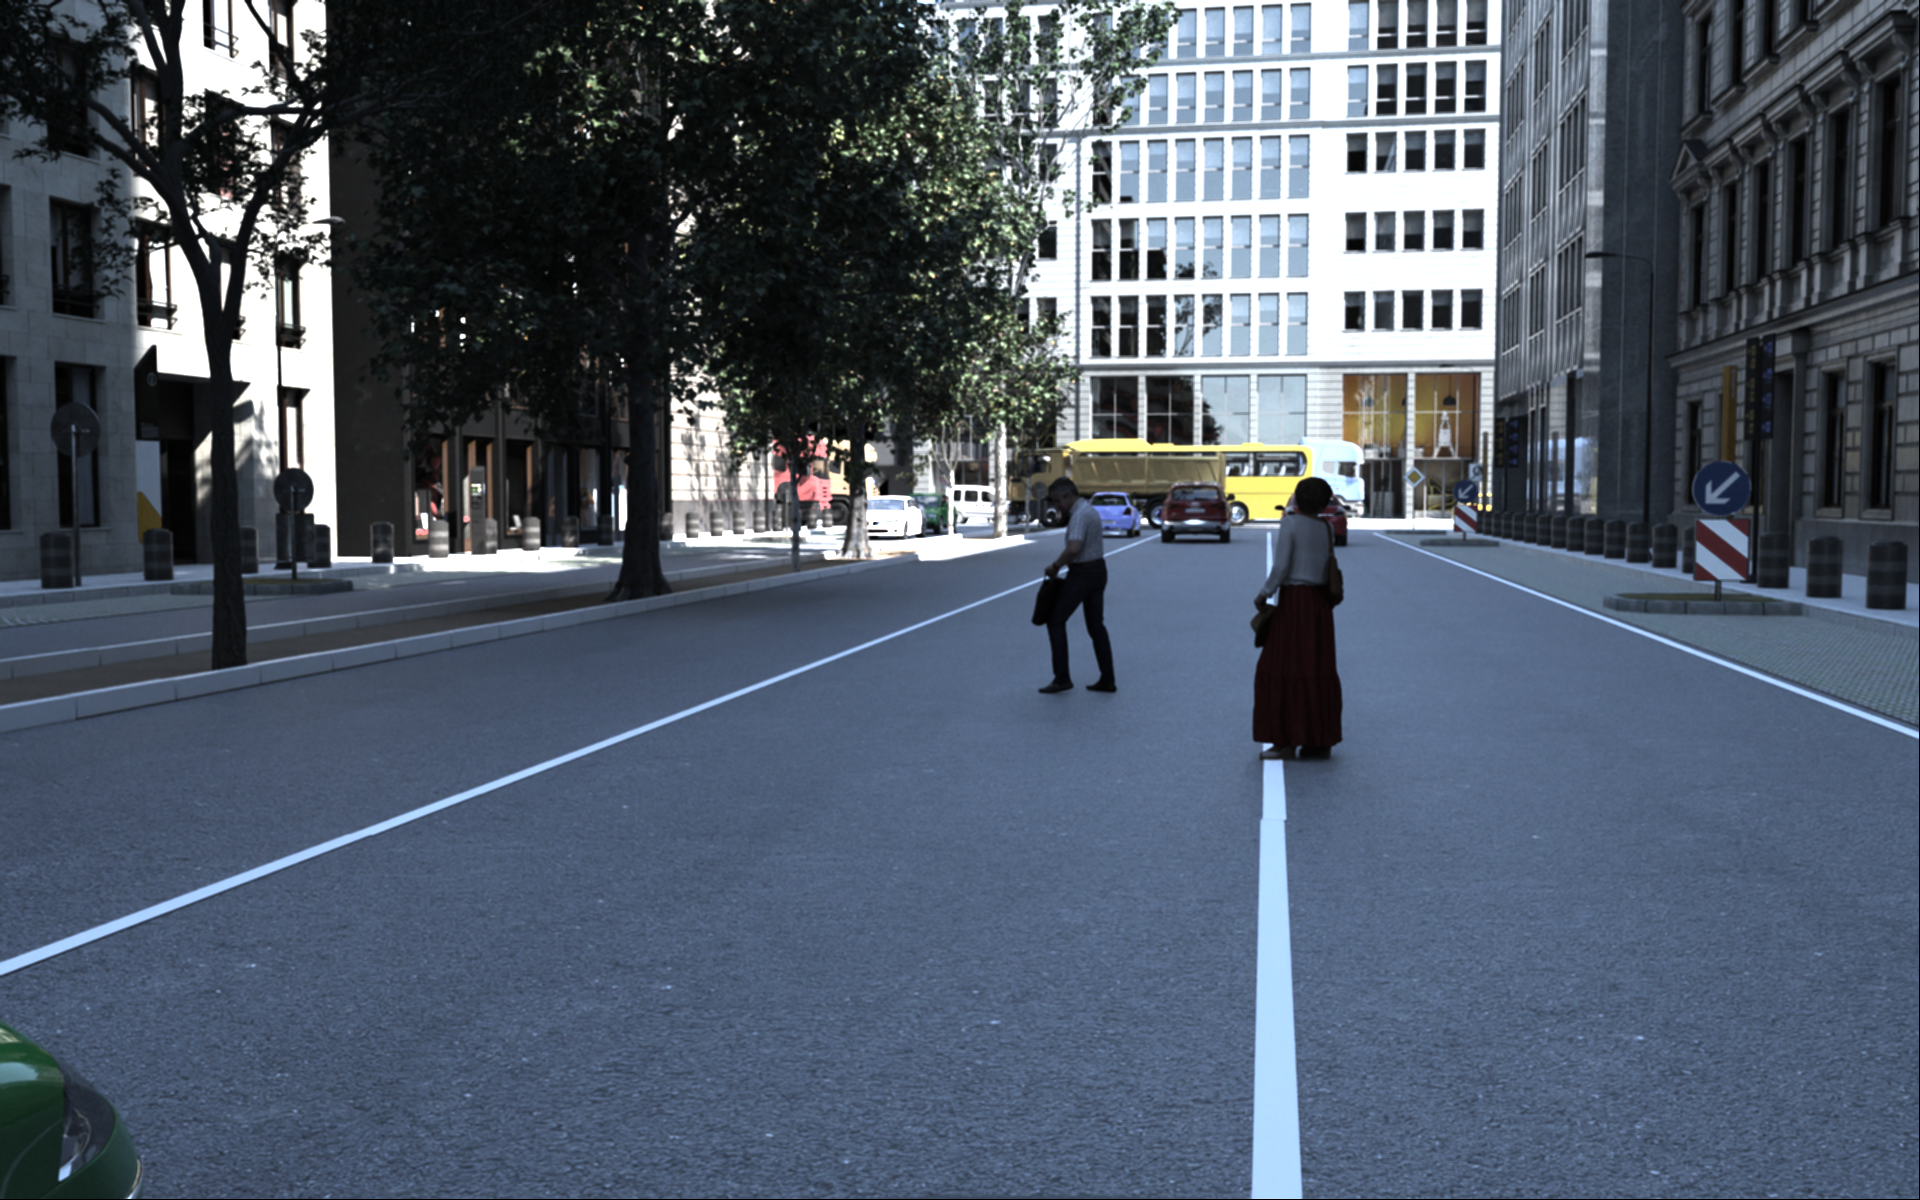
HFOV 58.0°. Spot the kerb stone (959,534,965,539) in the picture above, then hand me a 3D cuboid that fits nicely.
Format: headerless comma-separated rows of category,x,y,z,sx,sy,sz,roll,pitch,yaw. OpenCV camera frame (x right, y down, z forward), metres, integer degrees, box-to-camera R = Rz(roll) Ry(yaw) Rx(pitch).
kerb stone,-0.081,-1.969,54.392,0.120,0.150,1.000,1,4,10

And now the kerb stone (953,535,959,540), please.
kerb stone,-0.248,-1.902,53.378,0.120,0.150,1.000,1,4,10

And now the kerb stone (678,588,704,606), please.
kerb stone,-3.600,-0.026,22.625,0.120,0.150,1.000,1,4,10

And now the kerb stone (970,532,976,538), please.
kerb stone,0.288,-2.093,56.413,0.120,0.150,1.000,1,4,10

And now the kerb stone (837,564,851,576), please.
kerb stone,-2.158,-0.518,30.735,0.120,0.150,1.000,1,4,10

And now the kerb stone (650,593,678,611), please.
kerb stone,-3.779,0.038,21.615,0.120,0.150,1.000,1,4,10

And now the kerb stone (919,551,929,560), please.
kerb stone,-0.895,-0.955,37.812,0.120,0.150,1.000,1,4,10

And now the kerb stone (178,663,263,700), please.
kerb stone,-5.400,0.597,12.519,0.120,0.150,1.000,1,4,10

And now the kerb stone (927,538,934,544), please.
kerb stone,-0.972,-1.660,49.339,0.120,0.150,1.000,1,4,10

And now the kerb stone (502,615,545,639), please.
kerb stone,-4.501,0.286,17.570,0.120,0.150,1.000,1,4,10

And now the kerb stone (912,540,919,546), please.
kerb stone,-1.338,-1.536,47.303,0.120,0.150,1.000,1,4,10

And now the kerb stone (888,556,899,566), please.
kerb stone,-1.436,-0.769,34.770,0.120,0.150,1.000,1,4,10

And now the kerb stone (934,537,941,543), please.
kerb stone,-0.790,-1.722,50.347,0.120,0.150,1.000,1,4,10

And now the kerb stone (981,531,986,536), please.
kerb stone,0.647,-2.217,58.441,0.120,0.150,1.000,1,4,10

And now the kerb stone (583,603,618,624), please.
kerb stone,-4.136,0.159,19.591,0.120,0.150,1.000,1,4,10

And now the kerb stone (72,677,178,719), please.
kerb stone,-5.581,0.654,11.510,0.120,0.150,1.000,1,4,10

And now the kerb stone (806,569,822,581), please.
kerb stone,-2.521,-0.394,28.704,0.120,0.150,1.000,1,4,10

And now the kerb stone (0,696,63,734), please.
kerb stone,-5.753,0.715,10.500,0.120,0.150,1.000,1,4,10

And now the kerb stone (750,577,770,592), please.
kerb stone,-3.054,-0.213,25.675,0.120,0.150,1.000,1,4,10

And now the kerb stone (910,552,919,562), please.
kerb stone,-1.078,-0.893,36.789,0.120,0.150,1.000,1,4,10

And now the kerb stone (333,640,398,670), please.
kerb stone,-5.046,0.471,14.544,0.120,0.150,1.000,1,4,10

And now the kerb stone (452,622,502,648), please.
kerb stone,-4.680,0.345,16.561,0.120,0.150,1.000,1,4,10

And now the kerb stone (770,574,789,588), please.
kerb stone,-2.876,-0.273,26.685,0.120,0.150,1.000,1,4,10

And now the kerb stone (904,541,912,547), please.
kerb stone,-1.522,-1.474,46.289,0.120,0.150,1.000,1,4,10

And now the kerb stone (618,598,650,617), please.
kerb stone,-3.956,0.097,20.605,0.120,0.150,1.000,1,4,10

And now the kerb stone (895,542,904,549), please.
kerb stone,-1.699,-1.411,45.273,0.120,0.150,1.000,1,4,10

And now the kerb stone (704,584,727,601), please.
kerb stone,-3.422,-0.088,23.642,0.120,0.150,1.000,1,4,10

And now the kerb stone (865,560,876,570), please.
kerb stone,-1.800,-0.643,32.753,0.120,0.150,1.000,1,4,10

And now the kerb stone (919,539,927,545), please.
kerb stone,-1.150,-1.598,48.322,0.120,0.150,1.000,1,4,10

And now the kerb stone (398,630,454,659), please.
kerb stone,-4.856,0.408,15.551,0.120,0.150,1.000,1,4,10

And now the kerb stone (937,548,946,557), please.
kerb stone,-0.528,-1.077,39.833,0.120,0.150,1.000,1,4,10

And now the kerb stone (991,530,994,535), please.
kerb stone,1.003,-2.341,60.467,0.120,0.150,1.000,1,4,10

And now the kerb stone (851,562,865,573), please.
kerb stone,-1.968,-0.579,31.742,0.120,0.150,1.000,1,4,10

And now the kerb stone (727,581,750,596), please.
kerb stone,-3.239,-0.151,24.660,0.120,0.150,1.000,1,4,10

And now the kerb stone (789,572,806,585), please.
kerb stone,-2.699,-0.336,27.694,0.120,0.150,1.000,1,4,10

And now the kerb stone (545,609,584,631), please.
kerb stone,-4.313,0.223,18.578,0.120,0.150,1.000,1,4,10

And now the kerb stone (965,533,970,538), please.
kerb stone,0.103,-2.031,55.400,0.120,0.150,1.000,1,4,10

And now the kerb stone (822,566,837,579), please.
kerb stone,-2.335,-0.458,29.712,0.120,0.150,1.000,1,4,10

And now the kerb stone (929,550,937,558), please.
kerb stone,-0.720,-1.016,38.822,0.120,0.150,1.000,1,4,10

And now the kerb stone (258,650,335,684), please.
kerb stone,-5.225,0.530,13.529,0.120,0.150,1.000,1,4,10

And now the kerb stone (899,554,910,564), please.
kerb stone,-1.252,-0.831,35.779,0.120,0.150,1.000,1,4,10

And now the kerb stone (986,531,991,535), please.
kerb stone,0.827,-2.275,59.450,0.120,0.150,1.000,1,4,10

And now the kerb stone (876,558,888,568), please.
kerb stone,-1.615,-0.704,33.761,0.120,0.150,1.000,1,4,10

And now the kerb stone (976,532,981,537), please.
kerb stone,0.468,-2.155,57.430,0.120,0.150,1.000,1,4,10

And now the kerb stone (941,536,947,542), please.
kerb stone,-0.617,-1.784,51.361,0.120,0.150,1.000,1,4,10
